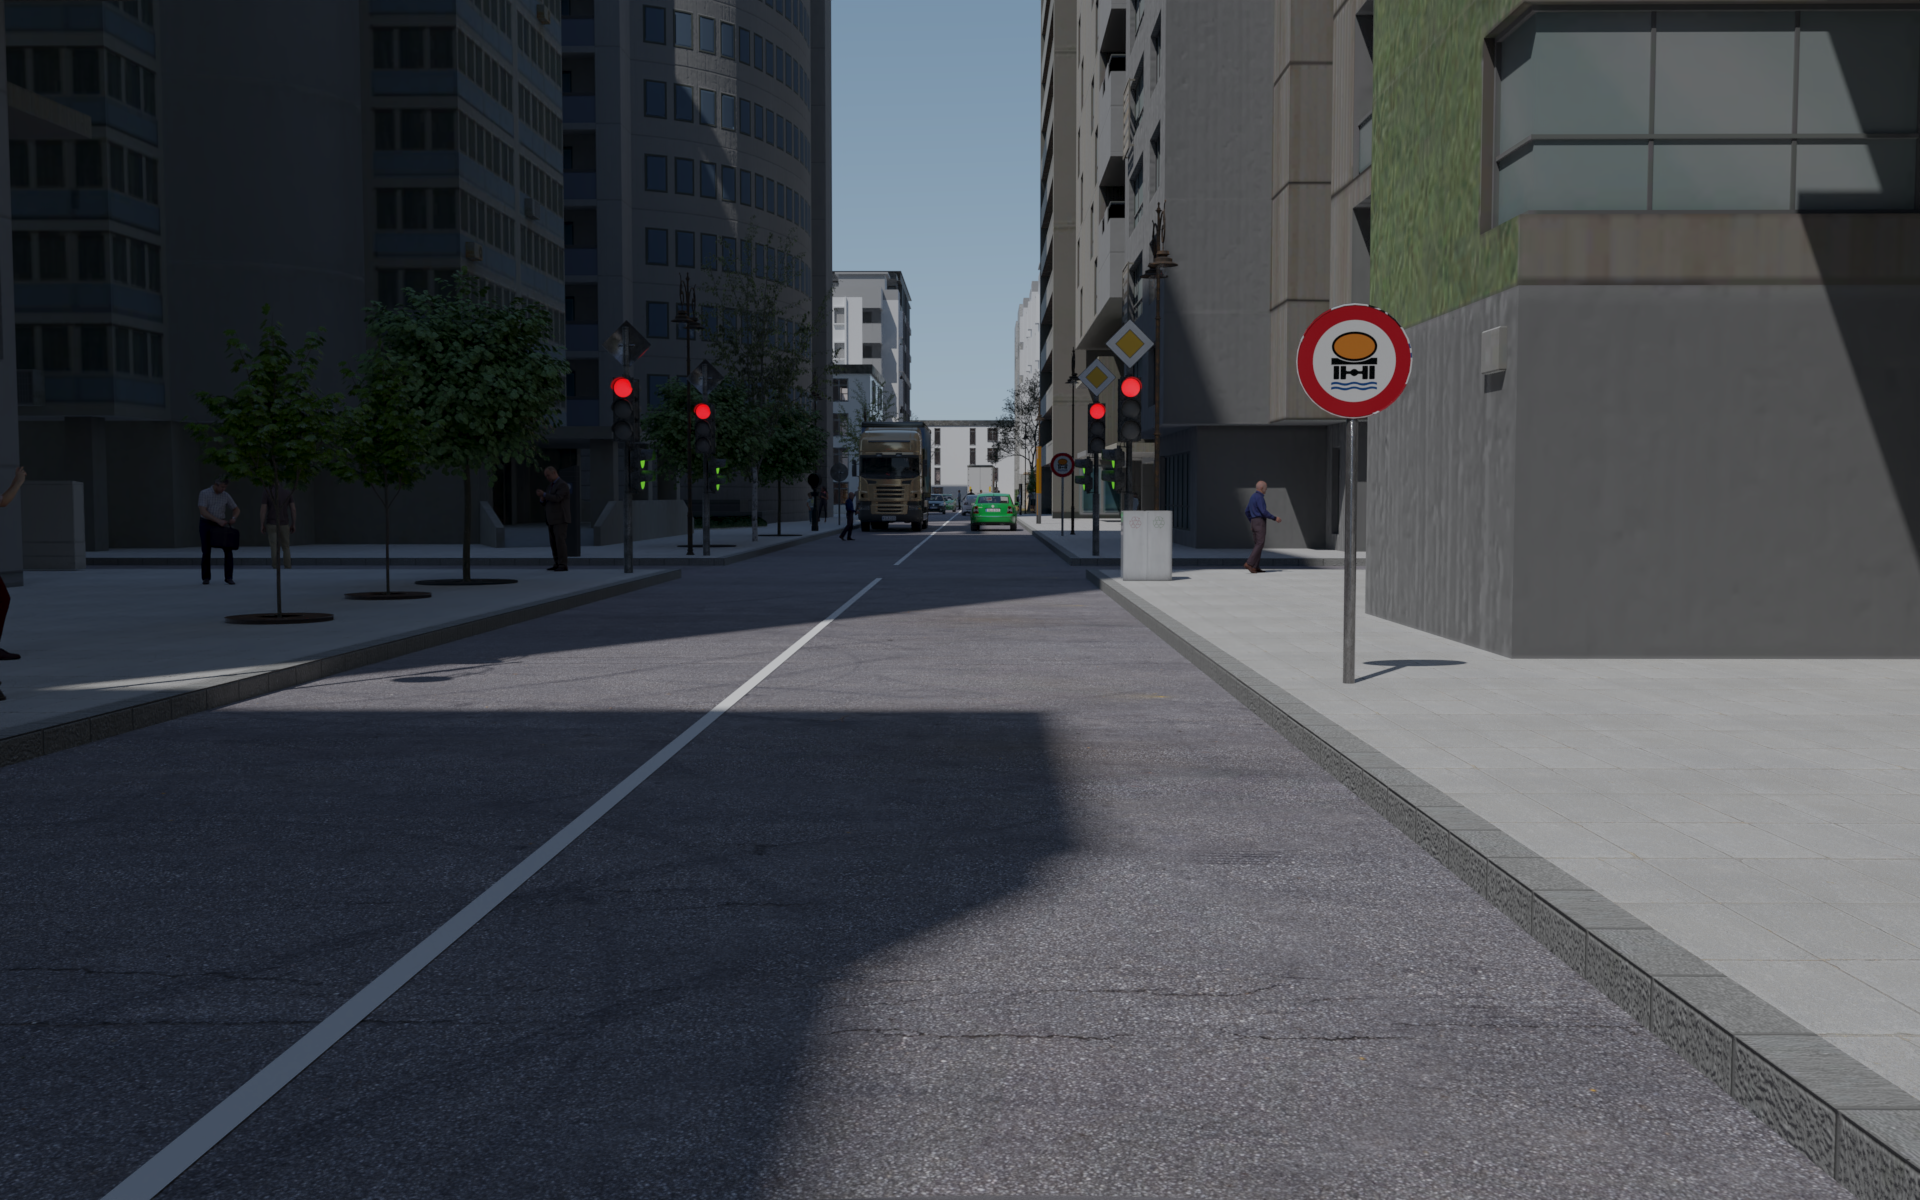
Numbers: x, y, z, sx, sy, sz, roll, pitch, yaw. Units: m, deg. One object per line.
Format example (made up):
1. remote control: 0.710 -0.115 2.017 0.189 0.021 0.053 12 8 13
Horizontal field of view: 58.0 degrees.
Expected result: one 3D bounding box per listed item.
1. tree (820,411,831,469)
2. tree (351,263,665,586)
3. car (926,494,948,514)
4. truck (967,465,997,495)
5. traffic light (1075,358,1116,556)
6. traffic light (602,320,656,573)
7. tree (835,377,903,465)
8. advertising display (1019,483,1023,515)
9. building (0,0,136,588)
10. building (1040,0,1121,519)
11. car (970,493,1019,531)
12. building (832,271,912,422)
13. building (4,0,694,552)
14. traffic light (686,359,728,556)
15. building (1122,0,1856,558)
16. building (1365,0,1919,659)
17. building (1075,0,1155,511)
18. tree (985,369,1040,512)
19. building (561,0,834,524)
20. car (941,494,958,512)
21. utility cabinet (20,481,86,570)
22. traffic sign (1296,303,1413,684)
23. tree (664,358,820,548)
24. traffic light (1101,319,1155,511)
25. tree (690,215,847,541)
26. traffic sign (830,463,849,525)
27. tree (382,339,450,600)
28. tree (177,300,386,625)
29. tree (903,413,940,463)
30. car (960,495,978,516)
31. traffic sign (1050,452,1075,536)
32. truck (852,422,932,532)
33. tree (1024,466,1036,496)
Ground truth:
1. tree: -5.629 -4.236 52.980 4.285 4.588 4.351 0 3 0
2. tree: -7.114 -2.509 24.741 4.285 4.588 4.351 0 3 0
3. car: -1.868 -6.933 123.139 2.009 1.686 4.222 0 4 -1
4. truck: 2.171 -11.179 171.693 2.839 4.237 11.283 0 4 3
5. traffic light: 2.809 -2.875 35.934 0.839 4.253 0.868 0 4 1
6. traffic light: -5.371 -2.392 28.033 0.839 4.253 0.868 0 4 1
7. tree: -5.618 -9.627 107.767 4.737 8.622 4.395 0 3 0
8. advertising display: 3.692 -6.135 105.519 0.123 1.923 0.974 0 4 -5
9. building: -25.429 -25.834 11.618 27.495 52.752 28.713 0 4 1
10. building: 15.602 -29.072 99.025 21.300 48.544 21.600 0 4 1
11. car: 1.361 -3.644 68.370 1.959 1.807 4.718 0 4 3
12. building: -21.519 -20.109 172.759 32.646 21.610 27.936 0 4 1
13. building: -24.876 -21.817 48.593 32.217 40.220 23.993 0 4 1
14. traffic light: -5.272 -2.881 36.017 0.839 4.253 0.868 0 4 1
15. building: 11.567 -21.952 42.503 14.086 41.232 14.154 0 4 1
16. building: 11.392 -20.512 18.968 14.154 41.232 14.086 0 4 1
17. building: 19.135 -29.670 74.350 28.713 52.752 27.495 0 4 1
18. tree: 5.231 -11.579 123.724 7.601 10.594 8.767 1 4 22
19. building: -17.790 -33.027 81.989 21.231 58.520 28.212 0 4 1
20. car: -1.245 -7.746 138.450 2.131 1.459 4.920 0 4 1
21. utility cabinet: -15.334 -1.249 29.104 1.173 1.500 0.318 0 4 8
22. traffic sign: 2.637 -0.707 11.669 0.768 2.556 0.104 0 4 5
23. tree: -6.215 -3.575 42.166 4.285 4.588 4.351 0 3 0
24. traffic light: 2.710 -2.387 27.949 0.839 4.253 0.868 0 4 1
25. tree: -5.362 -5.901 46.847 4.360 8.622 3.978 0 3 0
26. traffic sign: -4.959 -4.343 71.112 0.768 2.556 0.104 0 4 6
27. tree: -7.115 -1.643 21.470 1.663 3.219 1.824 0 3 0
28. tree: -6.967 -1.402 17.523 1.663 3.219 1.824 0 3 0
29. tree: -4.168 -12.489 154.565 4.360 8.622 3.978 0 3 0
30. car: 1.032 -6.297 115.319 2.083 1.381 4.827 0 4 -1
31. traffic sign: 3.139 -3.235 53.003 0.768 2.556 0.104 0 4 6
32. truck: -2.560 -4.926 69.456 2.839 4.237 11.283 0 4 1
33. tree: 4.788 -7.367 115.048 1.663 3.219 1.824 0 3 0
